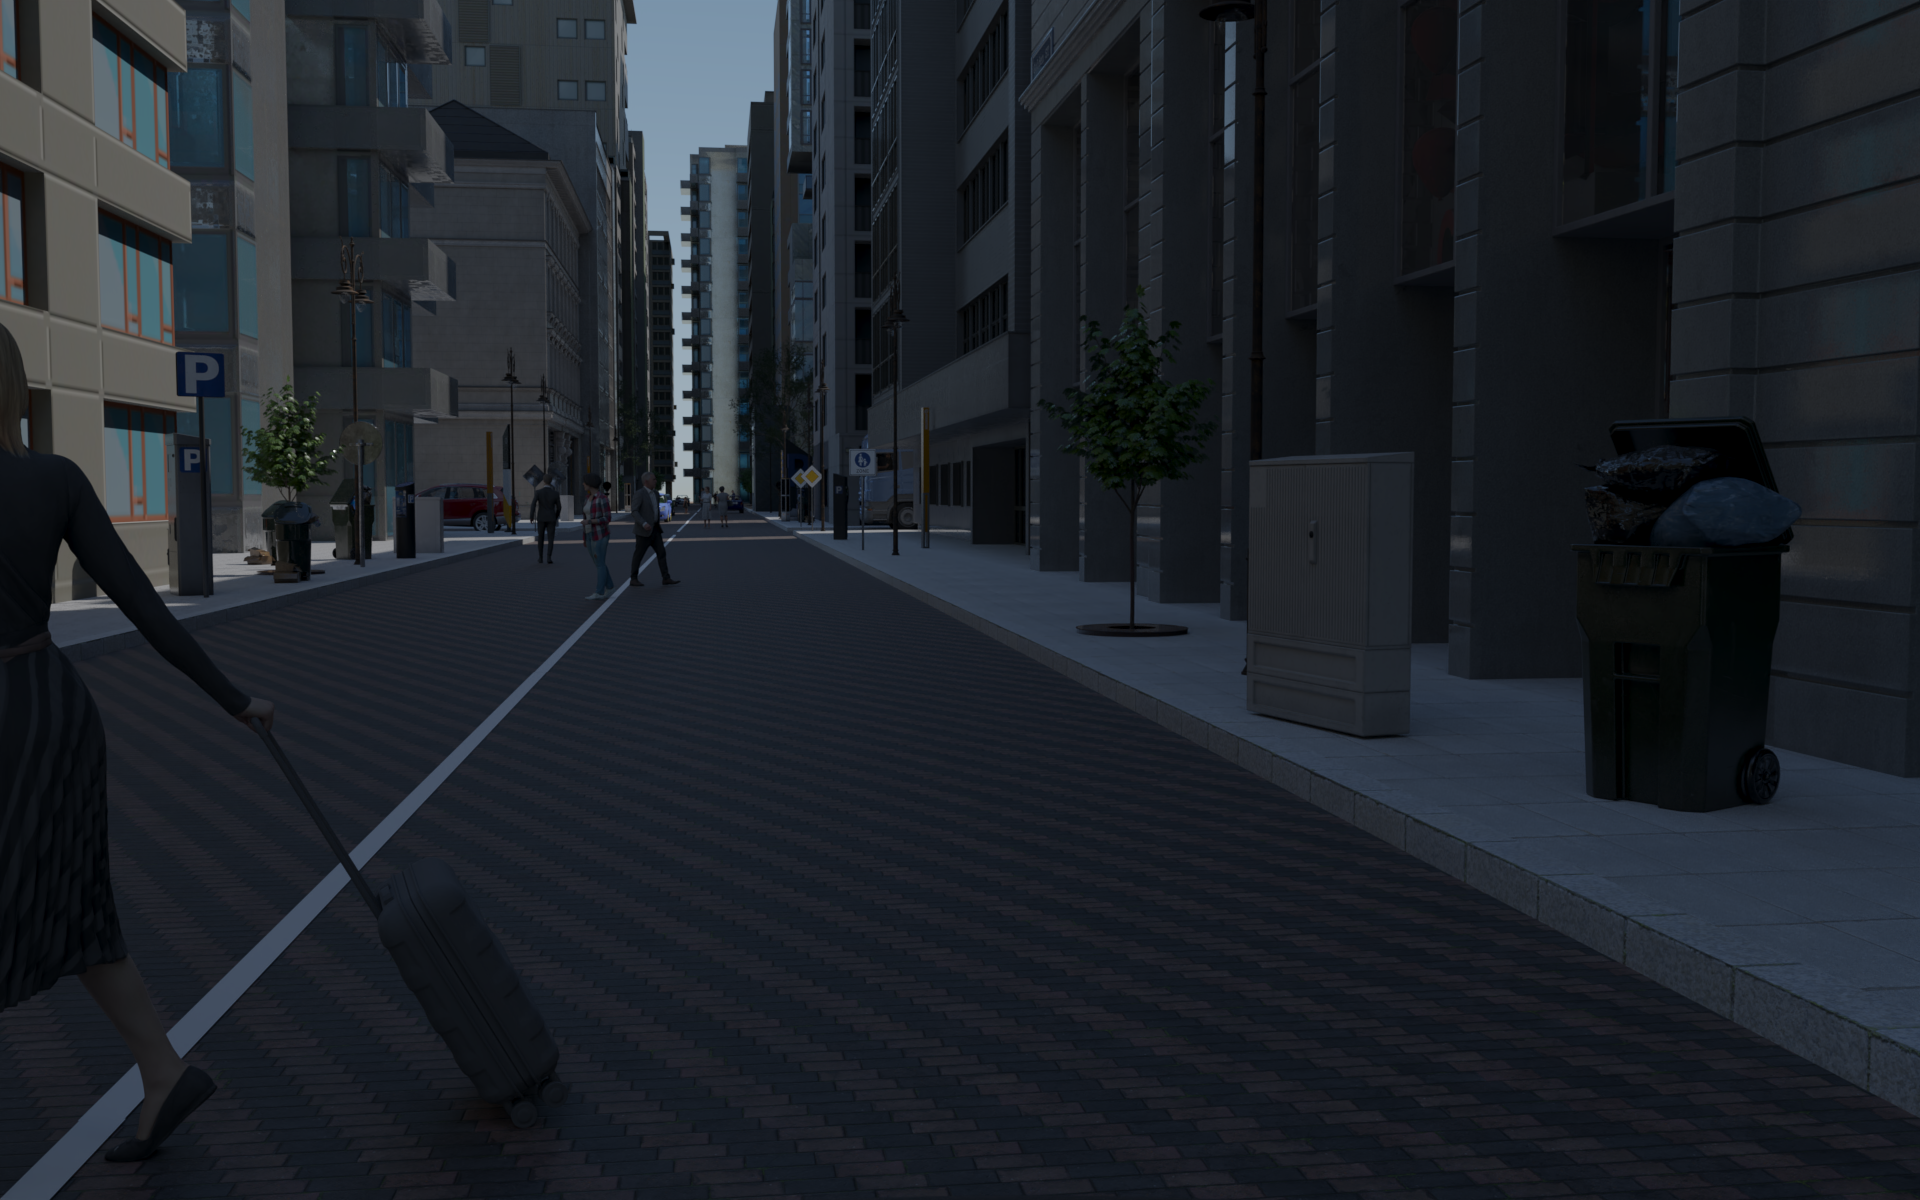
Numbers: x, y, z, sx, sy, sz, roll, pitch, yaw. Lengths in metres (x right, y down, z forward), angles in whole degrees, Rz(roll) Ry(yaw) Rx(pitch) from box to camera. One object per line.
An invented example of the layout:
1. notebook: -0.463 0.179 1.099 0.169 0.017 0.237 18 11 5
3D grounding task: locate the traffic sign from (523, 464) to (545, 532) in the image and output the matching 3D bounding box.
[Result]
1. traffic sign: -14.362 -3.357 58.531 0.795 2.450 0.064 0 4 -8

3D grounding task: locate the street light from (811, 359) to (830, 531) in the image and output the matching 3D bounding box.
1. street light: -4.720 -5.301 59.466 0.468 5.910 1.993 0 4 -8

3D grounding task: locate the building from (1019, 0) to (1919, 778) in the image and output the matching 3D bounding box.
1. building: 8.584 -14.513 14.785 11.434 29.767 29.804 0 4 -8

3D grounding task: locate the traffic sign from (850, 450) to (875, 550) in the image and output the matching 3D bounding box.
1. traffic sign: -2.217 -2.285 39.488 0.606 2.300 0.079 0 4 -2

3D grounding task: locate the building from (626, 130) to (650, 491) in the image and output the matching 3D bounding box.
1. building: -41.521 -30.882 188.507 14.154 41.232 14.086 0 4 -8

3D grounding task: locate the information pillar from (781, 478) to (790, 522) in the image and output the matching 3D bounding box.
1. information pillar: -8.142 -4.668 80.816 0.304 2.012 0.304 2 4 34

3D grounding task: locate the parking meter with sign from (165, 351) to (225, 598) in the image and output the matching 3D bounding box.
1. parking meter with sign: -9.798 -1.578 22.055 0.543 3.016 1.738 -2 4 -34

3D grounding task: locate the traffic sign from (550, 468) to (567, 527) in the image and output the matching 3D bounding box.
1. traffic sign: -15.481 -3.841 66.437 0.795 2.450 0.064 0 4 -8

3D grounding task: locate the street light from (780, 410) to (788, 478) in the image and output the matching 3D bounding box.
1. street light: -9.615 -7.471 94.933 0.468 5.910 1.993 0 4 -8

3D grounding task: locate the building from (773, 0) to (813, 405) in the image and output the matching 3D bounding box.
1. building: -9.227 -30.788 153.498 14.600 45.320 14.200 0 4 -8

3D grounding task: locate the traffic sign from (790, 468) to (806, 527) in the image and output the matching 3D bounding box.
1. traffic sign: -6.225 -3.919 67.722 0.795 2.450 0.064 0 4 -8

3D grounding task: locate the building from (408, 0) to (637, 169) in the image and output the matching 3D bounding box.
1. building: -45.916 -35.311 166.578 28.713 52.752 27.495 0 4 -8

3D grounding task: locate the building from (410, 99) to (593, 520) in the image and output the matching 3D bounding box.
1. building: -25.027 -14.405 86.434 10.553 20.767 40.483 0 4 -8

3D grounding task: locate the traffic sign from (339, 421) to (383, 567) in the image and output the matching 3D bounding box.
1. traffic sign: -10.480 -1.847 30.310 0.768 2.556 0.104 0 4 1

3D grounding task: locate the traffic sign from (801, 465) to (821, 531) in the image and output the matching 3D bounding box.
1. traffic sign: -5.106 -3.436 59.815 0.795 2.450 0.064 0 4 -8

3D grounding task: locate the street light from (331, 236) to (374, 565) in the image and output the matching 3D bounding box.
1. street light: -10.928 -3.578 31.295 0.468 5.910 1.993 0 4 -8

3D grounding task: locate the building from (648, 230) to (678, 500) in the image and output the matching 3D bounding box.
1. building: -51.254 -33.394 237.877 23.993 40.220 32.217 0 4 -8

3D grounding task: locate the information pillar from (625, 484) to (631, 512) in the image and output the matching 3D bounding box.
1. information pillar: -23.549 -7.231 122.716 0.304 2.012 0.304 3 5 44

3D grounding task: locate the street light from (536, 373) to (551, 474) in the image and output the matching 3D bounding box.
1. street light: -15.963 -5.734 66.543 0.468 5.910 1.993 0 4 -8

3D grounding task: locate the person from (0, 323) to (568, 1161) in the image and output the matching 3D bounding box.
1. person: -1.614 0.309 3.671 1.509 1.804 0.699 -1 4 -21

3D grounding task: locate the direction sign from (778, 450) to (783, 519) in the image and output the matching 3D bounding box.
1. direction sign: -9.190 -5.955 89.368 0.379 3.537 0.876 0 4 0

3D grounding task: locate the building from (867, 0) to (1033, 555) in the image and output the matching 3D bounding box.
1. building: 5.913 -13.802 44.735 14.314 24.678 30.058 0 4 -8

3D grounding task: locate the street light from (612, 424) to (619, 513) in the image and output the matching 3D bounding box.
1. street light: -22.818 -8.696 114.965 0.468 5.910 1.993 0 4 -8

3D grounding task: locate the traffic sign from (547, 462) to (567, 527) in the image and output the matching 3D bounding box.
1. traffic sign: -15.817 -4.155 68.041 0.768 2.556 0.104 0 4 -4

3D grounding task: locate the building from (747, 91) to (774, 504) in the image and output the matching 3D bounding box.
1. building: -14.284 -35.634 206.322 21.300 48.544 21.600 0 4 -8

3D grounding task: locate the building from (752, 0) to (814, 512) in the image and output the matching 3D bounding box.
1. building: -3.106 -49.364 119.776 22.319 86.520 31.000 0 4 -8

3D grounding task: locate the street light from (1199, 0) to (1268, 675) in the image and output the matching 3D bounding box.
1. street light: 2.089 -2.406 12.131 0.468 5.910 1.993 0 4 -8

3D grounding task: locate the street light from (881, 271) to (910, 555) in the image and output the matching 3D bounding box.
1. street light: -1.349 -3.873 36.110 0.468 5.910 1.993 0 4 -8

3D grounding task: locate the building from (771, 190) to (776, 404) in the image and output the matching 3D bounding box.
1. building: -11.287 -24.234 167.929 14.160 30.474 14.107 0 4 -8

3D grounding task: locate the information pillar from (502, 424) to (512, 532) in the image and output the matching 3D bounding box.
1. information pillar: -15.204 -4.085 58.144 0.183 3.616 0.504 -3 4 -37

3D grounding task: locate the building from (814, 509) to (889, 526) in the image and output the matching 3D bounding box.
1. building: 3.961 -39.166 78.611 20.611 71.187 20.563 0 4 -8

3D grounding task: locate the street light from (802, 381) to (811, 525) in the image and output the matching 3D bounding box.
1. street light: -6.192 -6.011 71.072 0.468 5.910 1.993 0 4 -8

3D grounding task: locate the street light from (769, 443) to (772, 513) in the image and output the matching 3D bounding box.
1. street light: -12.934 -8.900 118.296 0.468 5.910 1.993 0 4 -8

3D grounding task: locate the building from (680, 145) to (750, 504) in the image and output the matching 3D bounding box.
1. building: -22.776 -37.828 238.097 30.456 49.044 23.786 0 4 -8

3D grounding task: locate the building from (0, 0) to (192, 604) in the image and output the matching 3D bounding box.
1. building: -23.092 -10.040 9.193 27.650 21.520 28.899 0 4 -8

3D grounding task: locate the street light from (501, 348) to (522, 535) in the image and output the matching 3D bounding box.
1. street light: -14.128 -5.008 54.675 0.468 5.910 1.993 0 4 -8

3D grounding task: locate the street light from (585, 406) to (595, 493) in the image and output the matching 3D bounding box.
1. street light: -19.354 -7.212 90.709 0.468 5.910 1.993 0 4 -8

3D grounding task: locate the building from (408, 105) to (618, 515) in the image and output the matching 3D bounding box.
1. building: -29.729 -18.231 116.099 12.078 24.808 19.932 0 4 -8

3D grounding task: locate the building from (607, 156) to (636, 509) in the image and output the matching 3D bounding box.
1. building: -35.072 -22.940 146.763 14.160 30.474 14.107 0 4 -8

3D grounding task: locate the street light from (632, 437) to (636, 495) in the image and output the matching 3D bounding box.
1. street light: -26.098 -10.125 138.333 0.468 5.910 1.993 0 4 -8

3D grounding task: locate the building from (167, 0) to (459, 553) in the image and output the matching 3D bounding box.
1. building: -29.509 -25.958 44.026 30.456 49.044 23.786 0 4 -8
